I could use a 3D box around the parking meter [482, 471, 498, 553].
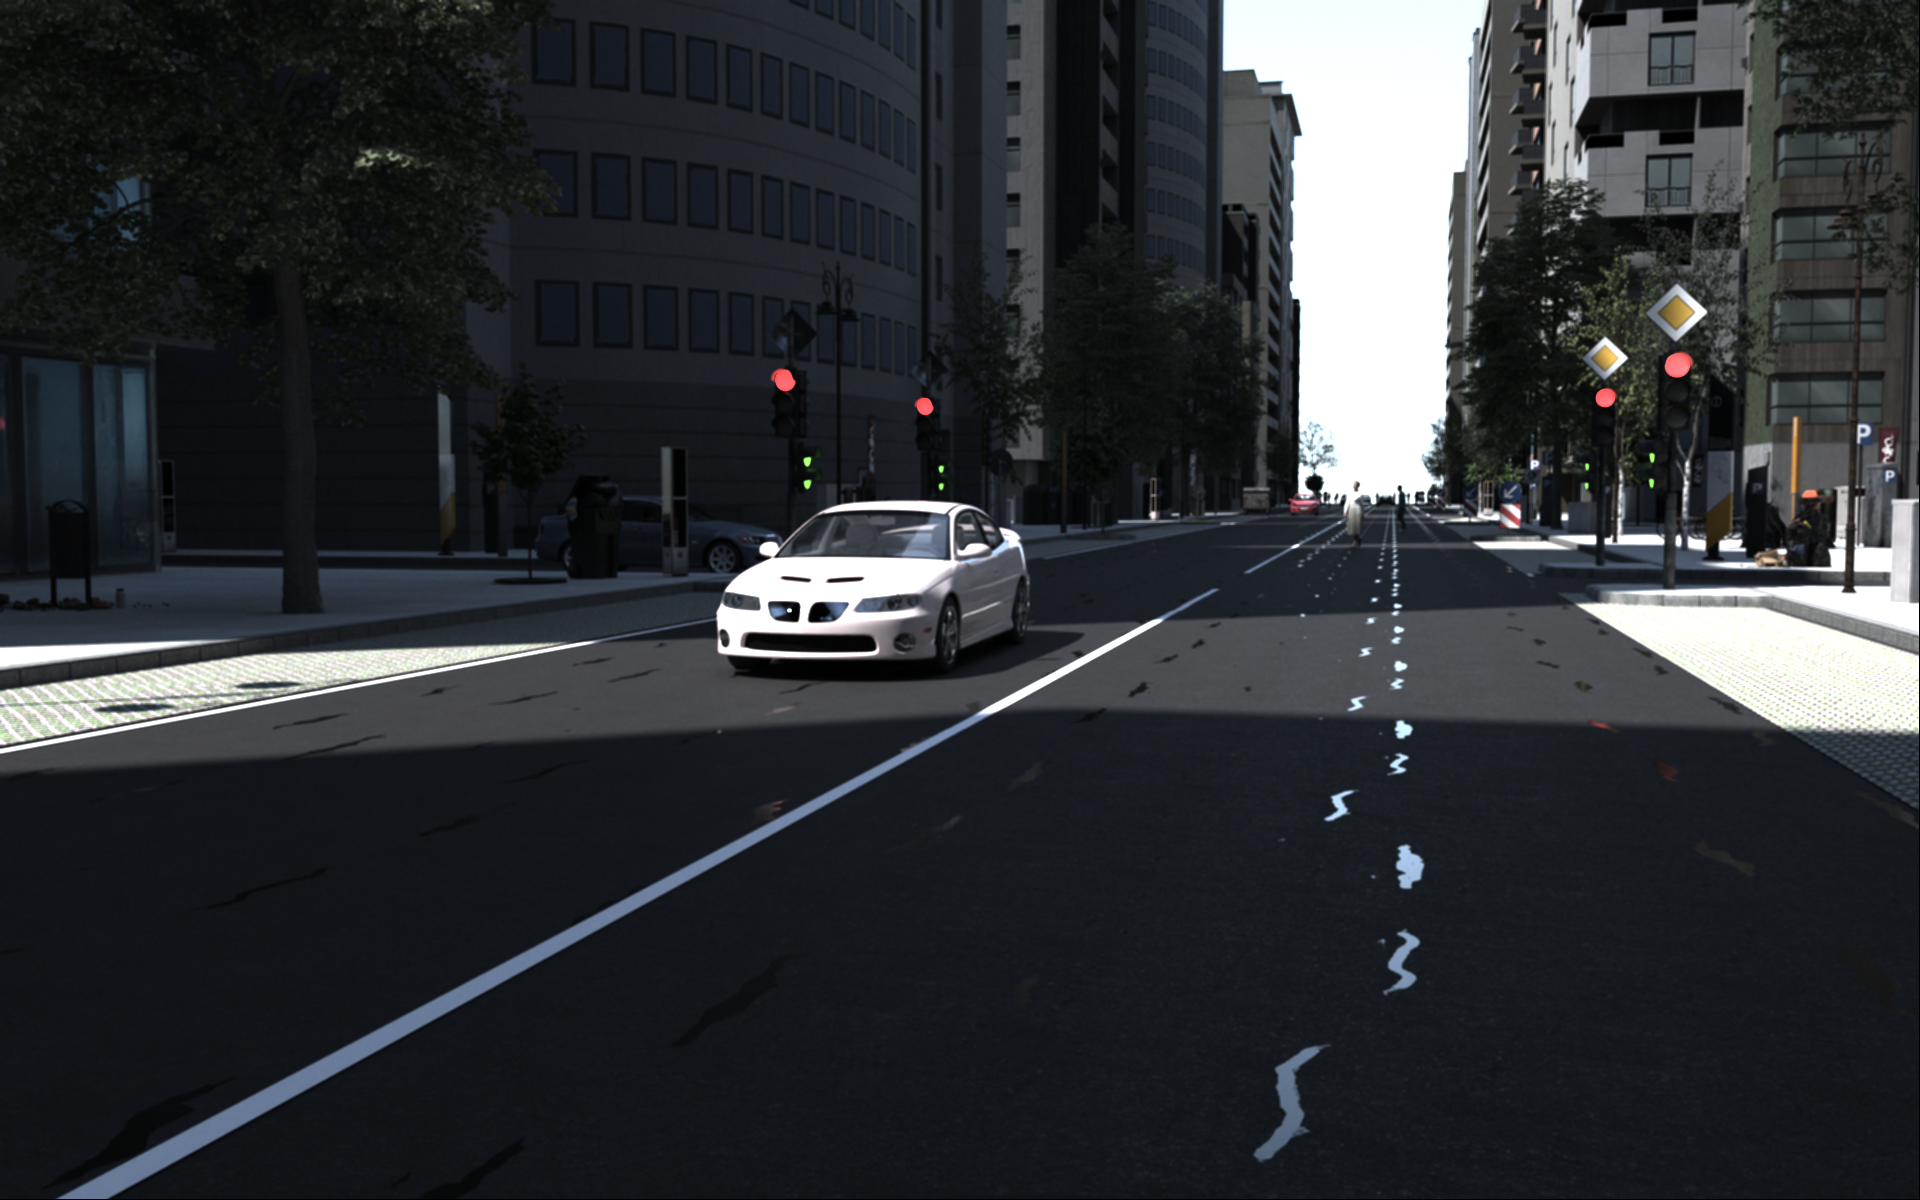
[{"bbox_3d":[-10.137,-1.951,37.610,0.399,1.863,0.255,1,4,9],"label":"parking meter"}]

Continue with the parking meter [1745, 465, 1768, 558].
[{"bbox_3d":[15.994,-1.779,34.805,0.399,1.863,0.255,2,4,26],"label":"parking meter"}]

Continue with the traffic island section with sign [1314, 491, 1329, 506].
[{"bbox_3d":[43.561,-12.373,210.923,1.989,1.847,2.006,1,4,14],"label":"traffic island section with sign"}]

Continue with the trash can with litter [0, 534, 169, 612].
[{"bbox_3d":[-10.286,-0.522,19.591,2.233,1.210,1.678,1,4,19],"label":"trash can with litter"}]

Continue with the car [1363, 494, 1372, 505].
[{"bbox_3d":[55.590,-13.835,237.994,2.131,1.459,4.920,1,4,14],"label":"car"}]

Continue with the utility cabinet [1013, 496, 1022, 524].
[{"bbox_3d":[2.837,-3.928,75.383,1.020,1.237,0.306,-1,4,-20],"label":"utility cabinet"}]

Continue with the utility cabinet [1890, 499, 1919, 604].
[{"bbox_3d":[11.505,-0.575,20.560,1.020,1.237,0.306,-2,4,-27],"label":"utility cabinet"}]

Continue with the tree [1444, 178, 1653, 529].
[{"bbox_3d":[21.441,-8.862,63.018,7.486,12.596,7.792,0,3,0],"label":"tree"}]

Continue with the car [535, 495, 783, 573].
[{"bbox_3d":[-5.353,-1.168,31.095,4.499,1.417,2.014,1,4,14],"label":"car"}]

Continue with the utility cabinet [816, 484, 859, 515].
[{"bbox_3d":[-2.707,-1.811,38.287,0.318,1.500,1.173,2,4,35],"label":"utility cabinet"}]

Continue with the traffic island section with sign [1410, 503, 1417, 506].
[{"bbox_3d":[55.204,-12.150,207.271,1.989,1.847,2.006,1,4,14],"label":"traffic island section with sign"}]

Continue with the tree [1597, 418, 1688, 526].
[{"bbox_3d":[27.532,-5.276,69.980,4.285,4.588,4.351,0,3,0],"label":"tree"}]

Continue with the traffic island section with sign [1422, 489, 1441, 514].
[{"bbox_3d":[35.117,-7.235,126.925,1.989,1.847,2.006,1,4,14],"label":"traffic island section with sign"}]

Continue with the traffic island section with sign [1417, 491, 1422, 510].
[{"bbox_3d":[41.842,-8.881,153.834,1.989,1.847,2.006,1,4,14],"label":"traffic island section with sign"}]

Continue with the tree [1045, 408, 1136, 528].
[{"bbox_3d":[4.962,-5.031,65.963,4.285,4.588,4.351,0,3,0],"label":"tree"}]

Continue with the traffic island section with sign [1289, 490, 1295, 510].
[{"bbox_3d":[30.135,-9.085,157.172,1.989,1.847,2.006,1,4,14],"label":"traffic island section with sign"}]

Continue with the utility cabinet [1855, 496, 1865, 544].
[{"bbox_3d":[23.553,-2.061,44.860,1.020,1.237,0.306,-2,4,-28],"label":"utility cabinet"}]

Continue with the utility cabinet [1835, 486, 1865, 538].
[{"bbox_3d":[25.249,-2.478,49.198,0.318,1.500,1.173,0,4,0],"label":"utility cabinet"}]

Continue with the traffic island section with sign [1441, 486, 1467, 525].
[{"bbox_3d":[23.273,-4.334,79.488,1.989,1.847,2.006,1,4,14],"label":"traffic island section with sign"}]

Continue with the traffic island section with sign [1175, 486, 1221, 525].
[{"bbox_3d":[11.260,-4.466,81.640,1.989,1.847,2.006,1,4,14],"label":"traffic island section with sign"}]

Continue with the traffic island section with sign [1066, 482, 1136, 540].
[{"bbox_3d":[4.494,-2.808,54.537,1.989,1.847,2.006,1,4,14],"label":"traffic island section with sign"}]

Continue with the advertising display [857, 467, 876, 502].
[{"bbox_3d":[-2.267,-2.246,41.937,0.123,1.923,0.974,-1,4,-23],"label":"advertising display"}]

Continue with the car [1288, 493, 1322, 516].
[{"bbox_3d":[22.949,-6.492,115.189,2.155,1.783,4.494,1,4,12],"label":"car"}]

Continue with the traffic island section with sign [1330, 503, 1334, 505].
[{"bbox_3d":[50.182,-13.992,237.392,1.989,1.847,2.006,1,4,14],"label":"traffic island section with sign"}]

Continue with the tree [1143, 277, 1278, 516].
[{"bbox_3d":[13.336,-11.915,101.468,9.857,13.997,8.962,0,3,0],"label":"tree"}]

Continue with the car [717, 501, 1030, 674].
[{"bbox_3d":[-0.613,-0.191,15.481,2.083,1.381,4.827,1,4,14],"label":"car"}]

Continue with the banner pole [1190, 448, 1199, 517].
[{"bbox_3d":[12.923,-6.444,95.370,0.401,3.779,0.863,-2,4,-31],"label":"banner pole"}]

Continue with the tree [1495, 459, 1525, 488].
[{"bbox_3d":[30.107,-6.141,95.012,1.663,3.219,1.824,0,3,0],"label":"tree"}]

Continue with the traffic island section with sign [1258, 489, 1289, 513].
[{"bbox_3d":[23.534,-7.467,130.714,1.989,1.847,2.006,1,4,14],"label":"traffic island section with sign"}]

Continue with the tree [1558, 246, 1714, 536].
[{"bbox_3d":[20.275,-6.233,52.280,4.737,8.622,4.395,0,3,0],"label":"tree"}]

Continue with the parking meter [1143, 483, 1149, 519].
[{"bbox_3d":[9.620,-5.126,89.523,0.255,1.863,0.399,-1,4,-9],"label":"parking meter"}]

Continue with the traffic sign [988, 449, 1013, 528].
[{"bbox_3d":[1.120,-2.970,48.668,0.768,2.556,0.104,1,4,23],"label":"traffic sign"}]

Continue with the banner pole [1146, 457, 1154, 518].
[{"bbox_3d":[10.272,-6.335,93.586,0.863,3.779,0.401,-3,4,-36],"label":"banner pole"}]

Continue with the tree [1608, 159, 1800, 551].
[{"bbox_3d":[16.639,-5.437,39.265,4.360,8.622,3.978,0,3,0],"label":"tree"}]

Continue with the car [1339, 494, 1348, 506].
[{"bbox_3d":[47.169,-12.288,210.694,2.009,1.686,4.222,1,4,15],"label":"car"}]

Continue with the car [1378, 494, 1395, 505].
[{"bbox_3d":[54.633,-12.863,222.114,2.131,1.459,4.920,1,4,16],"label":"car"}]

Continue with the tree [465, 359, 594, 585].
[{"bbox_3d":[-6.353,-1.859,24.989,1.663,3.219,1.824,0,3,0],"label":"tree"}]

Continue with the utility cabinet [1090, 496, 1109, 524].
[{"bbox_3d":[6.008,-3.935,75.500,1.020,1.237,0.306,-2,4,-32],"label":"utility cabinet"}]

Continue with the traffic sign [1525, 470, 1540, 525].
[{"bbox_3d":[23.672,-4.256,71.718,0.606,2.300,0.079,1,4,15],"label":"traffic sign"}]

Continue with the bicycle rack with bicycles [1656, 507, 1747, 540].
[{"bbox_3d":[21.428,-2.179,49.012,2.925,0.926,2.852,2,4,30],"label":"bicycle rack with bicycles"}]

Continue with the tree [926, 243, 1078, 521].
[{"bbox_3d":[1.185,-6.189,51.557,4.737,8.622,4.395,0,3,0],"label":"tree"}]

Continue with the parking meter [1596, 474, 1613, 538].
[{"bbox_3d":[18.747,-2.731,50.371,0.399,1.863,0.255,-2,4,-23],"label":"parking meter"}]

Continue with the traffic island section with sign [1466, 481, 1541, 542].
[{"bbox_3d":[16.609,-2.702,52.812,1.989,1.847,2.006,1,4,14],"label":"traffic island section with sign"}]

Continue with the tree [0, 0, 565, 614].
[{"bbox_3d":[-7.278,-6.106,17.965,7.486,12.596,7.792,0,3,0],"label":"tree"}]

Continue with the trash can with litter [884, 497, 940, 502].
[{"bbox_3d":[-0.941,-2.208,47.160,1.678,1.210,2.233,2,4,24],"label":"trash can with litter"}]

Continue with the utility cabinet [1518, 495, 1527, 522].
[{"bbox_3d":[25.548,-4.126,78.623,0.306,1.237,1.020,1,4,10],"label":"utility cabinet"}]

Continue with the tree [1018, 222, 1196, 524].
[{"bbox_3d":[6.289,-9.490,73.286,7.486,12.596,7.792,0,3,0],"label":"tree"}]

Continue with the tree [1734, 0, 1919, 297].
[{"bbox_3d":[10.622,-4.898,14.495,8.767,10.594,7.601,2,4,28],"label":"tree"}]
